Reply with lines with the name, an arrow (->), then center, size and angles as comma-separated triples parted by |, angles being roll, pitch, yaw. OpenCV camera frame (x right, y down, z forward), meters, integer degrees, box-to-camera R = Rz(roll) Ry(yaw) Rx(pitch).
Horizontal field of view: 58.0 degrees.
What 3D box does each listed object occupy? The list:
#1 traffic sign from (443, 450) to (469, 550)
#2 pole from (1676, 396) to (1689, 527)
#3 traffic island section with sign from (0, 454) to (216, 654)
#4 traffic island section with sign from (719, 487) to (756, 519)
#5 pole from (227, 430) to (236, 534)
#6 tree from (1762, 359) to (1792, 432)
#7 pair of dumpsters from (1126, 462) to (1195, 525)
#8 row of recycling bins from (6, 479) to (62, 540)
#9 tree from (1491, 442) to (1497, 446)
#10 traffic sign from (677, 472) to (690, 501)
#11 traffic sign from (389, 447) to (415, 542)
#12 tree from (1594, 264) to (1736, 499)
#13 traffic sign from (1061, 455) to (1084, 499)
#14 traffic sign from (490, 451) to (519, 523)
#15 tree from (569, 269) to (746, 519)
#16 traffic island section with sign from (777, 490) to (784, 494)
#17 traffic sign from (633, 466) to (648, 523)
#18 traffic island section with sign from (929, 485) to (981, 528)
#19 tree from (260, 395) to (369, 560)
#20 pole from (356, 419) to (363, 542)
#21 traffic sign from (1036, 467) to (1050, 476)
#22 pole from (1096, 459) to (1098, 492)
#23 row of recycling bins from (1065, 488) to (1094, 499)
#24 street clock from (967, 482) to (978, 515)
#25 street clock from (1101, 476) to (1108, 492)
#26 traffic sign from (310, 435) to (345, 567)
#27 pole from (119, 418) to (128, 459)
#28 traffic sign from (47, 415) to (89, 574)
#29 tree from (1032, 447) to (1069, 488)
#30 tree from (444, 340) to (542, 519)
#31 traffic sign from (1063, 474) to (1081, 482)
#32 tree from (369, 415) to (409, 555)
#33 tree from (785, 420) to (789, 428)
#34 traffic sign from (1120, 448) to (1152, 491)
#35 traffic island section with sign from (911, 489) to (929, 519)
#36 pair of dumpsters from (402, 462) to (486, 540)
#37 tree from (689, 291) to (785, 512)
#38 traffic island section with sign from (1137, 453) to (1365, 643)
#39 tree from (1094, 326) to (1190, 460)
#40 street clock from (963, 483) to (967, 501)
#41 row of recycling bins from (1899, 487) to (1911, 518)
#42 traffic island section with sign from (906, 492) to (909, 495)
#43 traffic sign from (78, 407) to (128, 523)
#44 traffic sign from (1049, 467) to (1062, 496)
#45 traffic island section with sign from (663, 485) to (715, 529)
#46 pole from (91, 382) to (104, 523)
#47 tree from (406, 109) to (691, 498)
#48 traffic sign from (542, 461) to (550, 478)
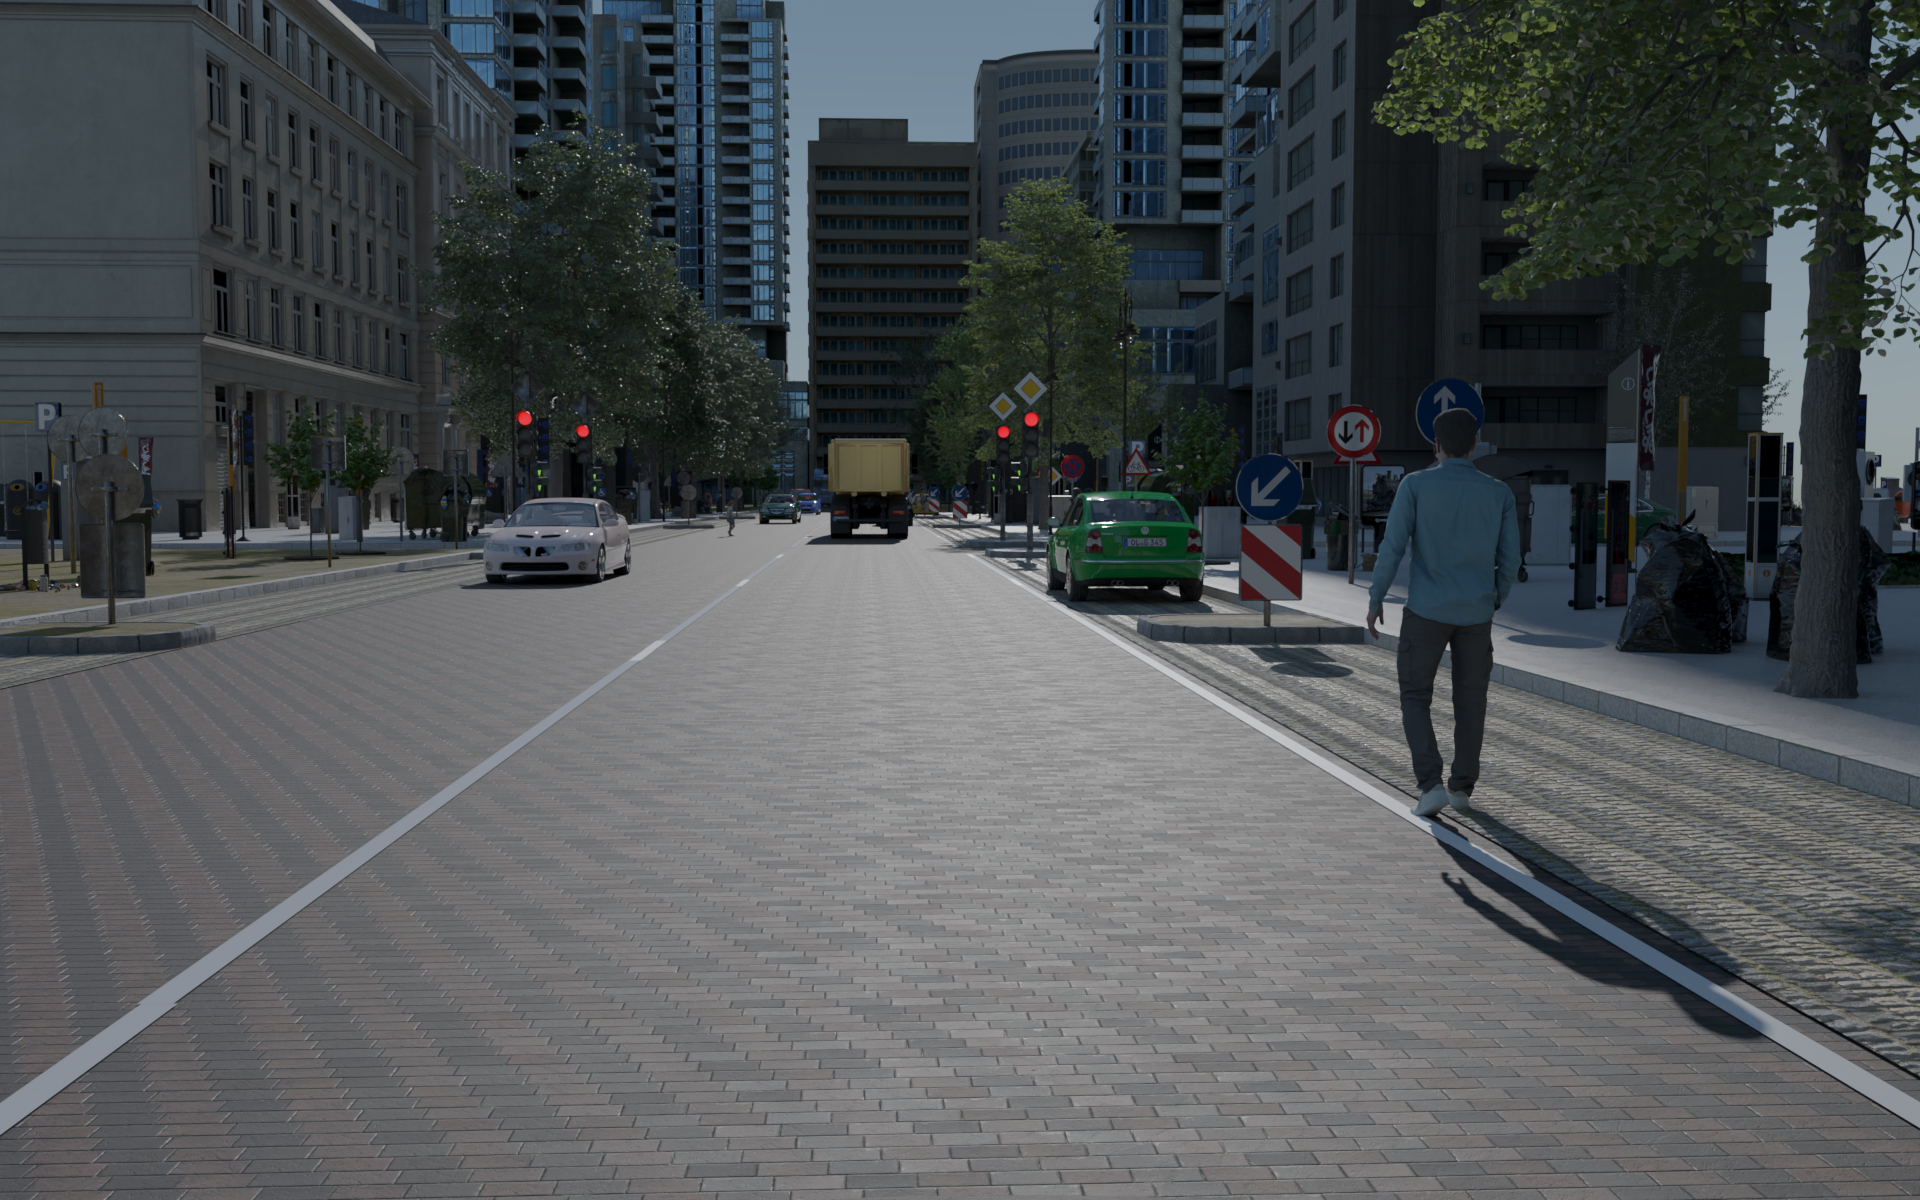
traffic sign -> -11.637, -2.315, 39.987 | 0.606, 2.300, 0.079 | 0, 4, 6
pole -> 15.068, -2.587, 36.133 | 0.158, 3.312, 0.155 | 0, 3, 0
traffic island section with sign -> -8.225, -0.471, 16.336 | 1.989, 1.847, 2.006 | 0, 4, -3
traffic island section with sign -> -12.695, -5.521, 98.902 | 1.989, 1.847, 2.006 | 0, 4, -3
pole -> -23.269, -3.760, 55.323 | 0.158, 3.312, 0.155 | 0, 3, 0
tree -> 29.968, -7.197, 68.030 | 4.737, 8.622, 4.395 | 0, 3, 0
pair of dumpsters -> 6.108, -3.046, 52.290 | 1.574, 2.255, 4.437 | 0, 4, -3
row of recycling bins -> -25.239, -2.542, 48.668 | 3.534, 1.692, 1.069 | 1, 4, 15
tree -> 16.567, -3.744, 55.813 | 1.663, 3.219, 1.824 | 0, 3, 0
traffic sign -> -15.534, -5.946, 97.327 | 0.768, 2.556, 0.104 | 0, 4, 6
traffic sign -> -15.094, -2.852, 46.736 | 0.768, 2.556, 0.104 | 0, 4, 3
tree -> 22.103, -6.407, 55.123 | 4.360, 8.622, 3.978 | 0, 3, 0
traffic sign -> 3.675, -3.455, 56.592 | 0.768, 2.556, 0.104 | 0, 4, 5
traffic sign -> -13.596, -3.163, 51.721 | 0.884, 2.594, 0.081 | 0, 4, 0
tree -> -15.778, -10.501, 88.703 | 9.611, 12.733, 9.660 | 0, 3, 0
traffic island section with sign -> -15.434, -8.619, 149.546 | 1.989, 1.847, 2.006 | 0, 4, -3
traffic sign -> -14.343, -4.730, 77.439 | 0.768, 2.556, 0.104 | 0, 4, 1
traffic island section with sign -> -0.153, -3.939, 73.032 | 1.989, 1.847, 2.006 | 0, 4, -3
tree -> -12.876, -2.405, 33.927 | 1.663, 3.219, 1.824 | 0, 3, 0
pole -> -16.011, -3.197, 46.117 | 0.158, 3.312, 0.155 | 0, 3, 0
traffic sign -> 3.810, -4.760, 77.939 | 0.768, 2.556, 0.104 | 0, 4, 5
pole -> 7.954, -6.560, 101.105 | 0.158, 3.312, 0.155 | 0, 3, 0
row of recycling bins -> 7.337, -6.681, 116.350 | 3.534, 1.692, 1.069 | 1, 4, 21
street clock -> 0.861, -6.326, 108.002 | 0.471, 2.002, 0.358 | -3, 4, -36
street clock -> 5.905, -4.054, 70.855 | 0.358, 2.002, 0.471 | 0, 4, -2
traffic sign -> -11.025, -1.719, 30.240 | 0.606, 2.300, 0.079 | 0, 4, 1
pole -> -22.435, -3.219, 46.467 | 0.158, 3.312, 0.155 | 0, 3, 0
traffic sign -> -14.271, -1.694, 27.810 | 0.768, 2.556, 0.104 | 0, 4, 1
tree -> 6.293, -8.302, 119.455 | 4.285, 4.588, 4.351 | 0, 3, 0
tree -> -21.146, -7.906, 79.633 | 4.737, 8.622, 4.395 | 0, 3, 0
traffic sign -> 4.611, -4.344, 71.131 | 0.768, 2.556, 0.104 | 0, 4, 3
tree -> -12.885, -2.585, 36.870 | 1.663, 3.219, 1.824 | 0, 3, 0
tree -> -16.940, -13.158, 121.781 | 9.857, 13.997, 8.962 | 0, 3, 0
traffic sign -> 4.961, -2.986, 48.830 | 0.884, 2.594, 0.081 | 0, 4, 6
traffic island section with sign -> -1.647, -5.612, 100.380 | 1.989, 1.847, 2.006 | 0, 4, -3
pair of dumpsters -> -14.972, -2.921, 50.254 | 1.574, 2.255, 4.437 | 0, 4, -3
tree -> -16.487, -12.156, 105.413 | 9.857, 13.997, 8.962 | 0, 3, 0
traffic island section with sign -> 2.846, -0.543, 17.503 | 1.989, 1.847, 2.006 | 0, 4, -3
tree -> 7.734, -7.600, 74.615 | 4.737, 8.622, 4.395 | 0, 3, 0
street clock -> 0.422, -6.443, 109.920 | 0.471, 2.002, 0.358 | -1, 4, -12
row of recycling bins -> 50.201, -5.215, 92.374 | 3.534, 1.692, 1.069 | -2, 4, -29
traffic island section with sign -> -5.764, -10.274, 176.607 | 1.989, 1.847, 2.006 | 0, 4, -3
traffic sign -> -12.562, -1.546, 25.391 | 0.768, 2.556, 0.104 | 0, 4, 5
traffic sign -> 3.923, -4.416, 73.389 | 0.795, 2.450, 0.064 | 0, 4, 2
traffic island section with sign -> -11.222, -3.867, 71.846 | 1.989, 1.847, 2.006 | 0, 4, -3
pole -> -15.734, -2.315, 31.688 | 0.158, 3.312, 0.155 | 0, 3, 0
tree -> -13.901, -9.317, 58.996 | 9.857, 13.997, 8.962 | 0, 3, 0
traffic sign -> -15.777, -4.088, 66.950 | 0.768, 2.556, 0.104 | 0, 4, 6
